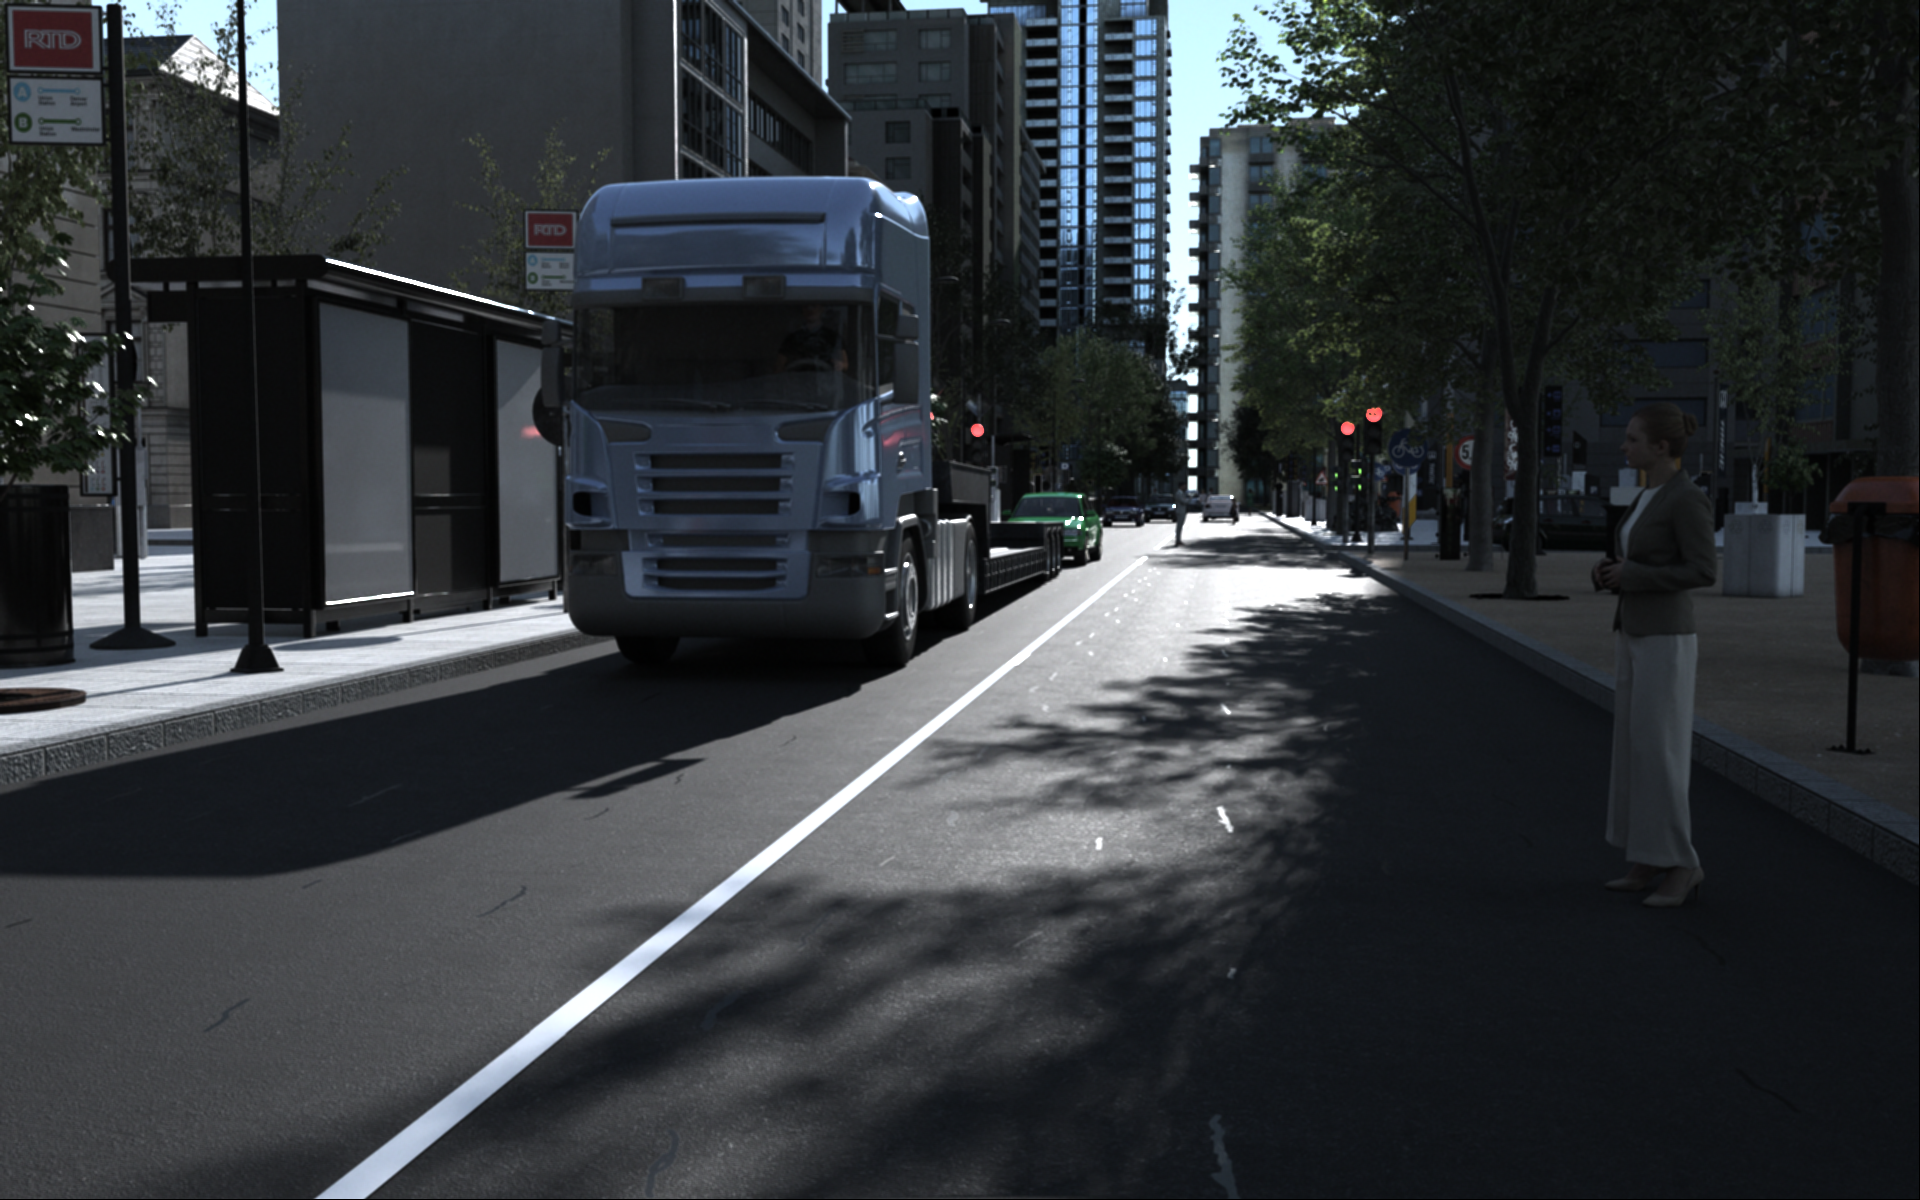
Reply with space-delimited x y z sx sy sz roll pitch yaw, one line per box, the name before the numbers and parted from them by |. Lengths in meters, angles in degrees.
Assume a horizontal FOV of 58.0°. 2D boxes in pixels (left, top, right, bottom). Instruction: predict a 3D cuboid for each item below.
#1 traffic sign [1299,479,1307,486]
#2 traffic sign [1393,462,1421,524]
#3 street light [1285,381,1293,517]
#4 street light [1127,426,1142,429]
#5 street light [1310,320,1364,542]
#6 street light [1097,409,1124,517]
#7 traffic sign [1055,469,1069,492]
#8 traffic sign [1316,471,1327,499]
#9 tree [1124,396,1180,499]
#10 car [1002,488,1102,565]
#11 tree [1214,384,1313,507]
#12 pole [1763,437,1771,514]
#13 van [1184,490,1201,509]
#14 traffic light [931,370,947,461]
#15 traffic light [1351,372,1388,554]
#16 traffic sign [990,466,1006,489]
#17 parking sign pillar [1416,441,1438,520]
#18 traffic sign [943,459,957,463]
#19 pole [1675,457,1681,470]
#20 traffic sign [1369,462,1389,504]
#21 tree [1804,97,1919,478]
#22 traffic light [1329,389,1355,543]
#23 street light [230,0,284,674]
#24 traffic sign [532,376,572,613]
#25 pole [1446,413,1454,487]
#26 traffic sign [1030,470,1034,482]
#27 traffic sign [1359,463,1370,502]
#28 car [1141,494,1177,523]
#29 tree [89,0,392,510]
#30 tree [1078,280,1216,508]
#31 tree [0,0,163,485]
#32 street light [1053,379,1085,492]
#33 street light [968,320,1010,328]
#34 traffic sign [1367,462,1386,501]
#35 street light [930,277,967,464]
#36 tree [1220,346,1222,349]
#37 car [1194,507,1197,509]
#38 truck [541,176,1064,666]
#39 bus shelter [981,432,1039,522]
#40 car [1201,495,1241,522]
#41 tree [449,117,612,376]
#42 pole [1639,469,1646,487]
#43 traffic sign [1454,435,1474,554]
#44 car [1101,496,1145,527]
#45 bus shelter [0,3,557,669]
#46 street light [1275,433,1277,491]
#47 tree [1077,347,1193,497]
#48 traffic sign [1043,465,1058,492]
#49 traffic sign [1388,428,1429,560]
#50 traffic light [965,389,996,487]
traffic sign | 21.669 -6.754 110.427 0.884 2.594 0.081 1 4 15
traffic sign | 12.368 -2.929 47.989 0.768 2.556 0.104 1 4 16
street light | 13.946 -6.007 70.755 1.470 5.913 1.316 1 4 9
street light | 11.766 -8.954 118.941 1.470 5.913 1.316 1 4 9
street light | 10.070 -4.505 46.203 1.470 5.913 1.316 1 4 9
street light | 8.148 -7.483 94.882 1.470 5.913 1.316 1 4 9
traffic sign | 4.239 -4.268 71.918 0.606 2.300 0.079 1 4 9
traffic sign | 19.810 -5.803 94.876 0.884 2.594 0.081 1 4 17
tree | 19.515 -16.072 180.910 7.486 12.596 7.792 0 3 0
car | 1.940 -1.681 36.276 1.959 1.807 4.718 1 4 10
tree | 30.451 -16.064 173.009 12.009 13.543 11.850 0 3 0
pole | 29.039 -4.190 62.345 0.158 3.312 0.155 0 3 0
van | 22.131 -9.678 165.246 2.013 2.044 4.112 0 4 7
traffic light | -0.679 -3.038 38.590 0.839 4.253 0.868 1 4 9
traffic light | 8.825 -2.950 37.157 0.839 4.253 0.868 1 4 9
traffic sign | 1.390 -3.758 63.565 0.606 2.300 0.079 1 4 17
parking sign pillar | 23.631 -6.068 87.690 1.447 3.967 1.447 -3 5 -42
traffic sign | -0.403 -3.793 62.122 0.768 2.556 0.104 1 4 14
pole | 21.754 -3.589 52.530 0.158 3.312 0.155 0 3 0
traffic sign | 17.064 -4.332 70.839 0.884 2.594 0.081 1 4 13
tree | 16.663 -4.831 29.344 4.360 8.622 3.978 0 3 0
traffic light | 10.032 -3.433 45.051 0.839 4.253 0.868 1 4 9
street light | -4.555 -2.430 12.271 1.470 5.913 1.316 1 4 9
traffic sign | -4.254 -1.136 18.673 0.768 2.556 0.104 1 4 11
pole | 12.391 -3.060 43.875 0.158 3.312 0.155 0 3 0
traffic sign | 3.471 -5.427 88.838 0.768 2.556 0.104 1 4 17
traffic sign | 16.815 -4.361 71.405 0.768 2.556 0.104 1 4 17
car | 10.216 -4.787 88.052 2.009 1.686 4.222 1 4 9
tree | -10.443 -4.557 24.874 4.360 8.622 3.978 0 3 0
tree | 17.466 -18.058 151.142 12.611 20.169 13.585 0 3 0
tree | -10.963 -4.206 19.125 4.737 8.622 4.395 0 3 0
street light | 4.359 -5.985 70.401 1.470 5.913 1.316 1 4 9
street light | 0.636 -4.515 46.358 1.470 5.913 1.316 1 4 9
traffic sign | 16.770 -4.267 69.870 0.768 2.556 0.104 1 4 10
street light | -0.725 -3.960 37.279 1.470 5.913 1.316 1 4 9
tree | 13.313 -8.897 63.600 7.486 12.596 7.792 0 3 0
car | 22.726 -9.818 172.884 2.083 1.381 4.827 0 4 7
truck | -0.643 -1.937 21.432 2.967 4.110 18.799 0 4 8
bus shelter | 1.963 -4.761 69.130 1.731 3.624 6.357 1 4 9
car | 13.710 -4.810 91.005 2.083 1.381 4.827 1 4 8
tree | -8.530 -5.151 34.585 4.360 8.622 3.978 0 3 0
pole | 21.567 -3.723 54.712 0.158 3.312 0.155 0 3 0
traffic sign | 10.982 -2.268 37.180 0.768 2.556 0.104 1 4 18
car | 7.299 -3.952 77.191 1.945 1.354 3.894 1 4 8
bus shelter | -6.328 -2.395 16.788 2.179 5.291 8.768 1 4 9
street light | 17.661 -7.508 95.296 1.470 5.913 1.316 1 4 9
tree | 13.483 -13.366 135.546 9.611 12.733 9.660 0 3 0
traffic sign | 4.048 -4.682 76.658 0.768 2.556 0.104 1 4 15
traffic sign | 8.655 -2.044 33.526 0.768 2.556 0.104 1 4 10
traffic light | 0.529 -3.521 46.484 0.839 4.253 0.868 1 4 9
